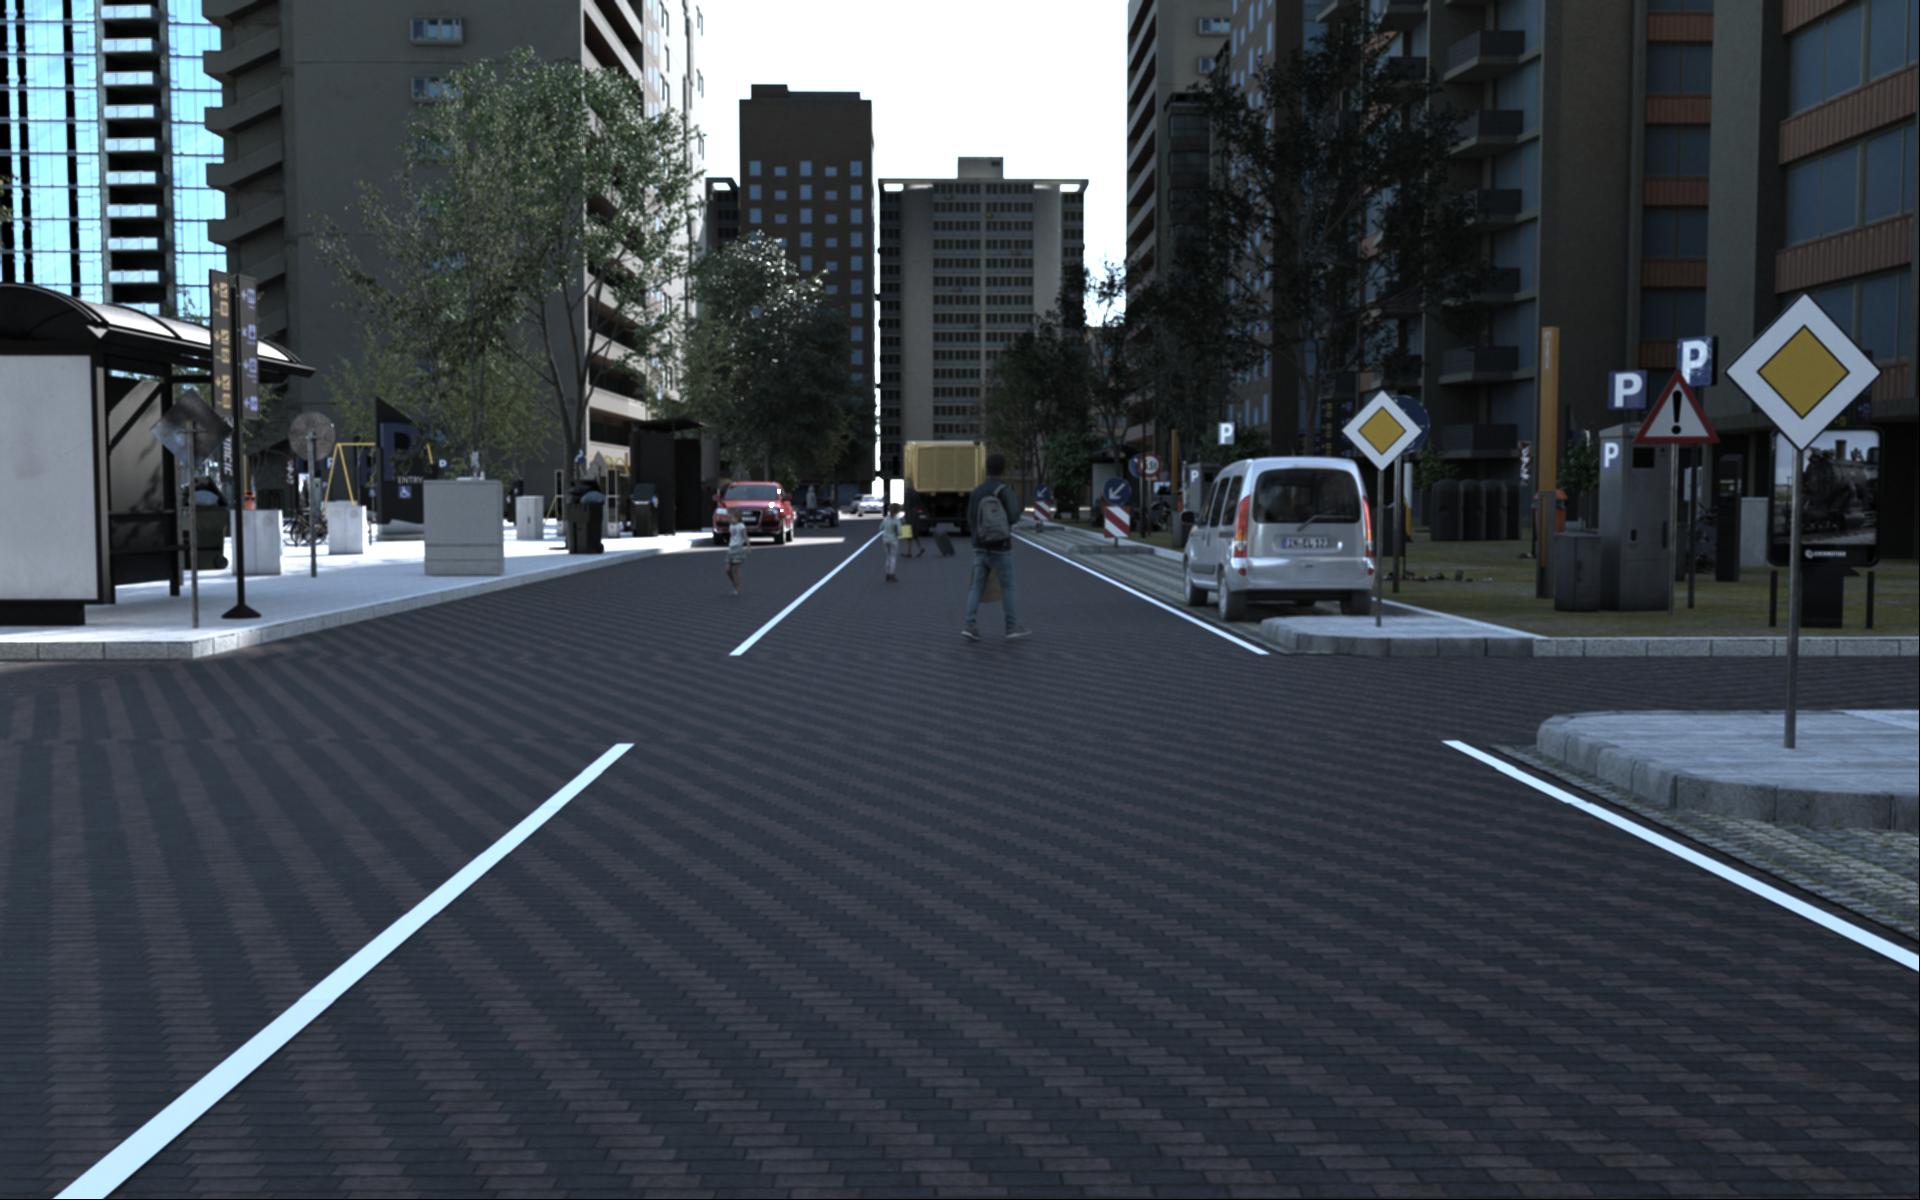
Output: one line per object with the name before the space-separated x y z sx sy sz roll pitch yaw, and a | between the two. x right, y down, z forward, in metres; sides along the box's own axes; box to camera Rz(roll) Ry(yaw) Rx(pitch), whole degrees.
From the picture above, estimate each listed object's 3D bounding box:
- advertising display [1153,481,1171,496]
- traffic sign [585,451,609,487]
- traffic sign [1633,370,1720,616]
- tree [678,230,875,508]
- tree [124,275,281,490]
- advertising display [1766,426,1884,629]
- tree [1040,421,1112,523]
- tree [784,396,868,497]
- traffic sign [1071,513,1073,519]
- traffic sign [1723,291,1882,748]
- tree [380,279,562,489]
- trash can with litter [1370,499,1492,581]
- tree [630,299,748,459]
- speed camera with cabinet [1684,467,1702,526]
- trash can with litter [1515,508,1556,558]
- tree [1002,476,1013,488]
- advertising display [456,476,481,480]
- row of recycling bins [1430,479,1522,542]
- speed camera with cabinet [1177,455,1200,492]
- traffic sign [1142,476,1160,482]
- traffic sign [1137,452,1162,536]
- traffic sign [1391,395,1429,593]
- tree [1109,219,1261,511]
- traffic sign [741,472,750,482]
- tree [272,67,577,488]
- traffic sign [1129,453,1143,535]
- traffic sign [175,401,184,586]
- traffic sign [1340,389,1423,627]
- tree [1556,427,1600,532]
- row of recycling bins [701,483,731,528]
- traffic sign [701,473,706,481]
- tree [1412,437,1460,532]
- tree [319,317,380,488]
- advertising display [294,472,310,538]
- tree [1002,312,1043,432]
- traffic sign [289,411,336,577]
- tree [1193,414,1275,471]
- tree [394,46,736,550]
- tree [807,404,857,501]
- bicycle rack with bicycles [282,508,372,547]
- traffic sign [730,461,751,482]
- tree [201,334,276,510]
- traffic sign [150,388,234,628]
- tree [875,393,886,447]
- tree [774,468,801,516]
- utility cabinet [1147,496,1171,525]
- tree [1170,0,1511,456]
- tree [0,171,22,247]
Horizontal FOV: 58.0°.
advertising display | 9.924 -4.876 84.935 0.974 1.923 0.123 2 4 31
traffic sign | -10.821 -3.174 51.897 0.884 2.594 0.081 0 4 7
traffic sign | 7.511 -1.114 18.225 0.884 2.594 0.081 0 4 4
tree | -9.168 -10.833 83.773 9.857 13.997 8.962 0 3 0
tree | -25.181 -6.629 58.747 4.737 8.622 4.395 0 3 0
advertising display | 8.261 -0.695 16.573 0.974 1.923 0.123 1 4 15
tree | 5.195 -5.767 77.999 4.285 4.588 4.351 0 3 0
tree | -11.524 -13.066 148.046 7.601 10.594 8.767 -1 4 -23
traffic sign | 5.878 -5.541 90.707 0.768 2.556 0.104 0 4 5
traffic sign | 4.191 -0.309 8.692 0.795 2.450 0.064 0 4 -1
tree | -15.736 -6.527 57.080 4.737 8.622 4.395 0 3 0
trash can with litter | 6.757 -0.901 25.791 2.233 1.210 1.678 1 4 19
tree | -10.060 -6.979 64.467 4.737 8.622 4.395 0 3 0
speed camera with cabinet | 25.749 -3.946 58.848 2.038 3.252 0.660 3 5 44
trash can with litter | 12.046 -1.463 34.984 2.233 1.210 1.678 -3 5 -40
tree | 4.213 -10.508 166.403 1.663 3.219 1.824 0 3 0
advertising display | -17.541 -3.471 61.963 0.974 1.923 0.123 -2 4 -27
row of recycling bins | 14.374 -2.499 47.978 3.534 1.692 1.069 -3 4 -38
speed camera with cabinet | 11.347 -5.674 87.103 2.038 3.252 0.660 0 4 1
traffic sign | 8.051 -4.492 73.446 0.884 2.594 0.081 0 4 8
traffic sign | 5.793 -3.233 52.959 0.768 2.556 0.104 0 4 3
traffic sign | 5.656 -1.363 22.395 0.768 2.556 0.104 0 4 6
tree | 6.038 -5.857 46.126 4.360 8.622 3.978 0 3 0
traffic sign | -11.368 -5.532 90.548 0.768 2.556 0.104 0 4 1
tree | -8.581 -4.851 29.680 4.360 8.622 3.978 0 3 0
traffic sign | 5.666 -3.307 54.173 0.768 2.556 0.104 0 4 4
traffic sign | -10.934 -1.482 24.240 0.884 2.594 0.081 0 4 3
traffic sign | 4.043 -0.797 16.675 0.795 2.450 0.064 0 4 -1
tree | 17.913 -3.397 50.142 1.663 3.219 1.824 0 3 0
row of recycling bins | -10.122 -3.622 66.331 3.534 1.692 1.069 -2 4 -24
traffic sign | -10.987 -4.398 71.912 0.884 2.594 0.081 0 4 2
tree | 15.802 -3.913 58.573 1.663 3.219 1.824 0 3 0
tree | -23.436 -7.332 70.235 4.737 8.622 4.395 0 3 0
advertising display | -19.197 -2.782 50.704 0.123 1.923 0.974 0 4 3
tree | 5.901 -7.899 63.566 8.767 10.594 7.601 0 4 -4
traffic sign | -9.991 -1.627 26.701 0.768 2.556 0.104 0 4 8
tree | 11.275 -5.361 71.358 4.285 4.588 4.351 0 3 0
tree | -9.000 -6.986 39.975 9.928 11.665 9.643 0 3 0
tree | -10.300 -11.407 136.864 4.737 8.622 4.395 0 3 0
bicycle rack with bicycles | -15.962 -1.808 42.946 2.925 0.926 2.852 -2 4 -33
traffic sign | -8.635 -4.165 68.108 0.884 2.594 0.081 0 4 6
tree | -30.082 -7.534 73.542 4.360 8.622 3.978 0 3 0
traffic sign | -7.300 -0.786 16.486 0.795 2.450 0.064 0 4 -1
tree | -11.308 -15.404 158.512 9.857 13.997 8.962 0 3 0
tree | -10.323 -6.640 103.160 1.663 3.219 1.824 0 3 0
utility cabinet | 8.346 -3.744 72.368 1.020 1.237 0.306 2 4 24
tree | 6.743 -5.970 32.017 7.601 10.594 8.767 -1 4 -19
tree | -16.233 -4.559 24.901 4.737 8.622 4.395 0 3 0
